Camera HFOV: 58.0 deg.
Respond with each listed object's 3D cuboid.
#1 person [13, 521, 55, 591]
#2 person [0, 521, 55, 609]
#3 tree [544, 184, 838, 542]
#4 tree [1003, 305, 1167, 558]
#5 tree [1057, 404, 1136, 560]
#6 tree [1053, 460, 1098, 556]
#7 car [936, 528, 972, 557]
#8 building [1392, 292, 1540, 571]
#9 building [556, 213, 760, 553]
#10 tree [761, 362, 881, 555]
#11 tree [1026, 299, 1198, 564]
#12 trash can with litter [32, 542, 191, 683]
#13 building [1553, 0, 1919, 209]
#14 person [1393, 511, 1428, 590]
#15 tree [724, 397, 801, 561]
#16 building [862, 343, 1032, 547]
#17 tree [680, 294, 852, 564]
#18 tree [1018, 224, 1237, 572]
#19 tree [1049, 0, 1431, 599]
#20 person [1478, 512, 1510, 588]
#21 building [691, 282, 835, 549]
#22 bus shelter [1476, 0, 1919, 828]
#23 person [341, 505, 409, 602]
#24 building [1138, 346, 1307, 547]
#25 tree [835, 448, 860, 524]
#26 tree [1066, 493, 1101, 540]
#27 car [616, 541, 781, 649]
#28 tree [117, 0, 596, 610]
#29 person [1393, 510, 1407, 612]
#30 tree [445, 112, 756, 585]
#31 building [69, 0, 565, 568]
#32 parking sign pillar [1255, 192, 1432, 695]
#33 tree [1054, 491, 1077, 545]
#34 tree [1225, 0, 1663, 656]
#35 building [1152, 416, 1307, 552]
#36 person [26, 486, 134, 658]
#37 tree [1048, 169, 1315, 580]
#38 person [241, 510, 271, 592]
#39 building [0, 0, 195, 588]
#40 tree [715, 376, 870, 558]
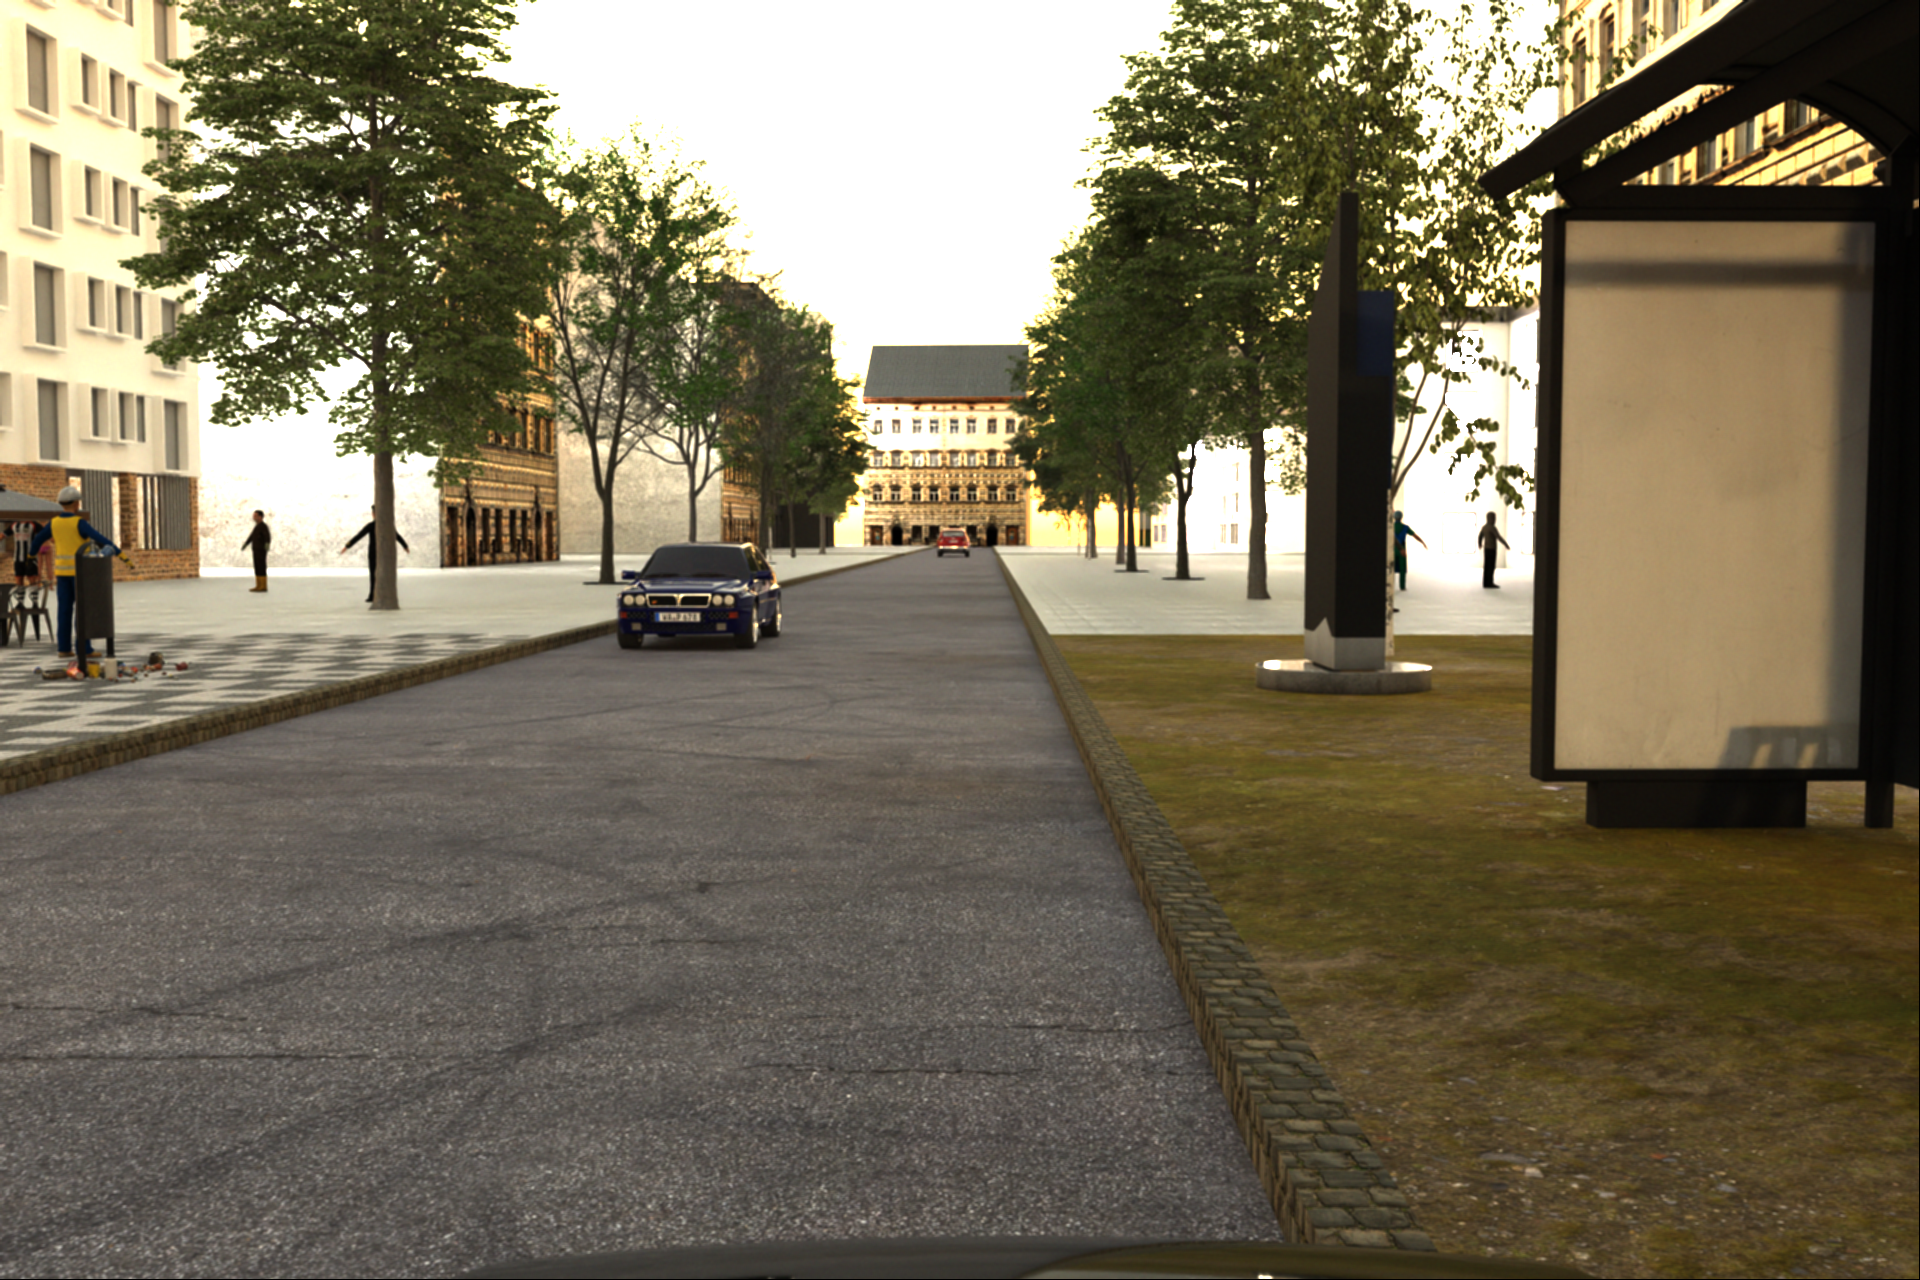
[{"bbox_3d":[-20.845,-1.994,39.406,1.217,1.733,0.721,-2,4,-28],"label":"person"},{"bbox_3d":[-15.450,-1.374,28.615,1.345,1.843,0.704,0,4,-4],"label":"person"},{"bbox_3d":[-9.207,-9.147,59.931,12.009,13.543,11.850,0,3,0],"label":"tree"},{"bbox_3d":[6.950,-11.371,92.567,9.857,13.997,8.962,0,3,0],"label":"tree"},{"bbox_3d":[6.119,-8.220,84.766,4.360,8.622,3.978,0,3,0],"label":"tree"},{"bbox_3d":[6.938,-9.346,103.169,4.737,8.622,4.395,0,3,0],"label":"tree"},{"bbox_3d":[-0.398,-6.193,109.923,2.281,1.827,5.304,0,4,0],"label":"car"},{"bbox_3d":[20.849,-7.441,63.816,9.099,9.664,28.070,0,4,1],"label":"building"},{"bbox_3d":[-25.161,-18.062,126.237,19.493,23.208,18.063,0,4,1],"label":"building"},{"bbox_3d":[-8.746,-11.645,108.522,7.486,12.596,7.792,0,3,0],"label":"tree"},{"bbox_3d":[6.563,-9.497,73.395,7.486,12.596,7.792,0,3,0],"label":"tree"},{"bbox_3d":[-7.693,-0.303,16.019,1.678,1.210,2.233,0,4,1],"label":"trash can with litter"},{"bbox_3d":[25.070,-12.630,37.435,19.493,23.208,18.063,0,4,1],"label":"building"},{"bbox_3d":[9.975,-2.040,39.482,1.347,1.817,0.704,1,4,15],"label":"person"},{"bbox_3d":[-8.973,-8.168,83.913,4.360,8.622,3.978,0,3,0],"label":"tree"},{"bbox_3d":[-1.083,-22.378,199.272,18.063,23.208,19.493,0,4,4],"label":"building"},{"bbox_3d":[-8.336,-9.077,74.172,9.928,11.665,9.643,0,3,0],"label":"tree"},{"bbox_3d":[5.716,-8.122,58.545,9.928,11.665,9.643,0,3,0],"label":"tree"},{"bbox_3d":[5.478,-7.077,33.836,7.486,12.596,7.792,0,3,0],"label":"tree"},{"bbox_3d":[12.660,-2.149,41.264,0.705,1.813,1.348,-1,4,-13],"label":"person"},{"bbox_3d":[-26.796,-19.142,156.943,27.936,21.610,32.646,0,4,1],"label":"building"},{"bbox_3d":[3.350,-0.679,5.020,2.014,3.302,5.546,0,4,-1],"label":"bus shelter"},{"bbox_3d":[-11.017,-1.641,32.762,1.347,1.837,0.705,-3,5,-44],"label":"person"},{"bbox_3d":[27.166,-18.542,169.618,16.747,18.905,31.486,0,4,1],"label":"building"},{"bbox_3d":[-16.580,-17.839,198.316,9.857,13.997,8.962,0,3,0],"label":"tree"},{"bbox_3d":[14.003,-14.927,194.412,4.737,8.622,4.395,0,3,0],"label":"tree"},{"bbox_3d":[-3.395,-0.631,22.902,1.945,1.354,3.894,0,4,1],"label":"car"},{"bbox_3d":[-10.004,-6.805,29.390,7.486,12.596,7.792,0,3,0],"label":"tree"},{"bbox_3d":[6.992,-1.349,28.327,0.705,1.796,1.348,2,4,32],"label":"person"},{"bbox_3d":[-9.055,-7.221,43.811,9.928,11.665,9.643,0,3,0],"label":"tree"},{"bbox_3d":[-28.468,-14.811,73.097,19.493,23.208,18.063,0,4,1],"label":"building"},{"bbox_3d":[3.208,-1.586,14.401,1.447,3.967,1.447,0,4,1],"label":"parking sign pillar"},{"bbox_3d":[12.388,-15.222,199.236,4.737,8.622,4.395,0,3,0],"label":"tree"},{"bbox_3d":[4.611,-4.126,17.821,4.737,8.622,4.395,0,3,0],"label":"tree"},{"bbox_3d":[20.938,-11.910,136.871,9.099,9.664,28.070,0,4,1],"label":"building"},{"bbox_3d":[-9.177,-0.707,18.026,1.216,1.772,0.721,1,4,10],"label":"person"},{"bbox_3d":[6.325,-7.511,48.560,9.928,11.665,9.643,0,3,0],"label":"tree"},{"bbox_3d":[-15.604,-1.980,38.513,0.704,1.812,1.346,-3,5,-45],"label":"person"},{"bbox_3d":[-27.421,-11.076,37.511,16.016,20.090,11.380,0,4,0],"label":"building"},{"bbox_3d":[-9.143,-9.815,94.886,8.767,10.594,7.601,0,4,-8],"label":"tree"}]
